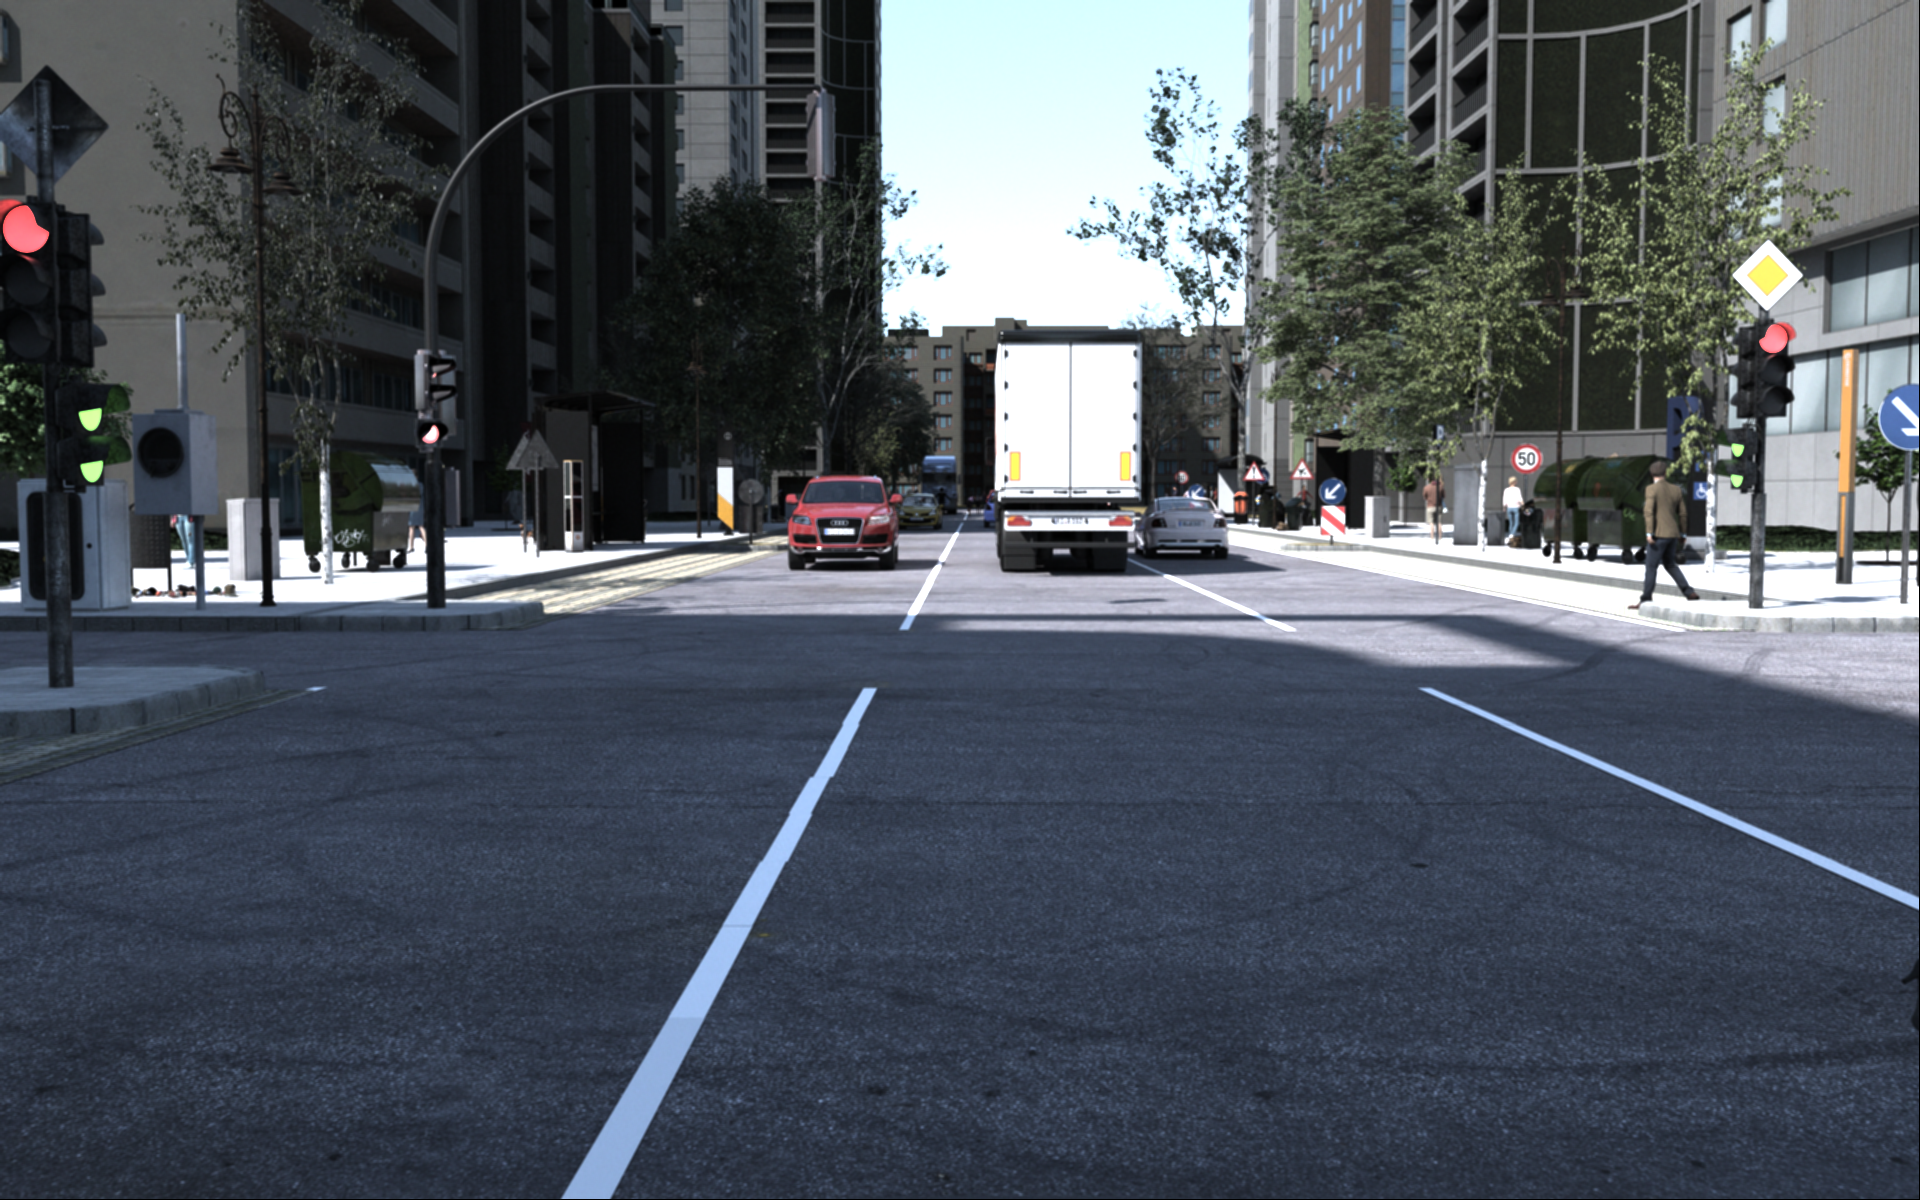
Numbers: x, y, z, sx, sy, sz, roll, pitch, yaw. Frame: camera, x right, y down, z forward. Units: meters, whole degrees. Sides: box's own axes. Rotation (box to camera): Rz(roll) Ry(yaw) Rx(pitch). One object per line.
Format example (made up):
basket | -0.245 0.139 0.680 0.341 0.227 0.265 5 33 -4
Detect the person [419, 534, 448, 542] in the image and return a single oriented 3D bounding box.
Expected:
person | -13.896 -2.436 45.783 0.836 1.842 0.656 -3 5 -43

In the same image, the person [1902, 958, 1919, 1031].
person | 2.755 0.239 4.472 0.818 1.842 0.514 -1 4 -11

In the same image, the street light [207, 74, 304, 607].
street light | -7.926 -2.867 19.661 0.468 5.910 1.993 0 4 1

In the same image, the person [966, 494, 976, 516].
person | 0.741 -6.318 115.036 0.697 1.427 0.421 0 4 6

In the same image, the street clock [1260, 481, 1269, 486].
street clock | 15.198 -5.015 86.562 0.471 2.002 0.358 -3 5 -41

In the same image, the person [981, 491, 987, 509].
person | 2.269 -9.451 163.935 0.541 1.710 0.530 2 4 33

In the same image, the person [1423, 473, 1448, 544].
person | 12.258 -2.360 44.607 0.573 1.828 0.580 3 5 41

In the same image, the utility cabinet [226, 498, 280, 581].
utility cabinet | -10.589 -0.906 25.967 0.306 1.237 1.020 0 4 7

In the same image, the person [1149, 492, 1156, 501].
person | 16.024 -8.412 144.124 0.434 1.755 0.990 3 5 43

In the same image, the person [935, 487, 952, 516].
person | -1.214 -6.518 114.708 1.348 1.869 0.705 0 4 -3

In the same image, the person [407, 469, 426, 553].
person | -11.743 -1.916 37.397 0.654 1.822 0.581 3 5 43

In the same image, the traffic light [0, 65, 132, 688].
traffic light | -5.966 -1.375 11.410 0.839 4.253 0.868 0 4 1

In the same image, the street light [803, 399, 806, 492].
street light | -7.276 -6.604 80.757 0.468 5.910 1.993 0 4 1

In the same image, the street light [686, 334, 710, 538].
street light | -7.587 -4.735 50.209 0.468 5.910 1.993 0 4 1

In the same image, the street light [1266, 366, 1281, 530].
street light | 11.393 -5.493 62.591 0.468 5.910 1.993 0 4 1

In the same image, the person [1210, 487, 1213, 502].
person | 18.400 -7.398 127.079 0.705 1.814 1.350 0 4 5

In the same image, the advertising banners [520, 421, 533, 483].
advertising banners | -10.164 -2.828 42.426 0.090 3.025 2.074 1 4 20

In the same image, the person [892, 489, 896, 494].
person | -3.558 -5.175 93.866 0.466 1.731 0.760 -2 4 -29

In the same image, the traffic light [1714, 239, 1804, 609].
traffic light | 8.880 -1.855 19.253 0.839 4.253 0.868 0 4 1

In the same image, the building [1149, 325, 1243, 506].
building | 35.334 -21.881 202.792 28.899 21.520 27.650 0 4 1

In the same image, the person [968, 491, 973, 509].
person | 1.036 -9.845 170.174 0.721 1.735 1.217 -1 4 -15

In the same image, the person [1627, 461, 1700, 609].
person | 8.684 -0.788 21.302 0.836 1.842 0.656 2 4 35

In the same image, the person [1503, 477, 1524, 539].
person | 14.675 -2.392 45.818 0.731 1.740 0.598 3 4 36

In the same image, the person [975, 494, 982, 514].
person | 1.335 -6.903 124.558 0.628 1.438 0.799 -3 5 -40

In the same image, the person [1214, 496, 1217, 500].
person | 16.002 -6.133 106.299 0.705 1.826 1.348 3 4 39

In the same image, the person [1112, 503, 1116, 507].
person | 9.523 -6.076 107.832 0.705 1.826 1.348 -3 5 -40

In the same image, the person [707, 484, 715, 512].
person | -13.245 -5.238 91.869 0.526 1.800 0.537 2 4 28

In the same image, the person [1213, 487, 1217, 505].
person | 20.529 -8.102 138.451 1.348 1.831 0.705 0 4 -4

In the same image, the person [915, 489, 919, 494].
person | -2.552 -5.785 104.017 0.756 1.711 0.436 -1 4 -14

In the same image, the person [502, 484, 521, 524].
person | -18.924 -4.108 73.332 0.853 1.813 0.709 1 4 20

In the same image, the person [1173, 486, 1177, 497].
person | 13.144 -6.085 105.986 0.568 1.767 0.683 -2 4 -24

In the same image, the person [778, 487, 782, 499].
person | -14.241 -8.130 138.834 0.709 1.838 0.599 1 4 9

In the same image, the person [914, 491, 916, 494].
person | -4.113 -9.346 162.011 0.721 1.736 1.217 -2 4 -26

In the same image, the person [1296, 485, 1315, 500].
person | 21.252 -6.174 106.923 1.348 1.831 0.705 -1 4 -18

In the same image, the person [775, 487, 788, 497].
person | -13.938 -7.956 136.138 1.348 1.822 0.705 -1 4 -20

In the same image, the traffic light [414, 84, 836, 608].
traffic light | -3.788 -2.736 19.408 4.771 5.953 1.251 0 4 1

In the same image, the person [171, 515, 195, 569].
person | -13.229 -1.395 29.685 0.563 1.720 0.643 1 4 14

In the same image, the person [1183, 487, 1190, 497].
person | 13.668 -5.870 102.954 0.756 1.711 0.436 0 4 2

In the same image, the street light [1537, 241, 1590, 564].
street light | 11.036 -3.611 31.836 0.468 5.910 1.993 0 4 1

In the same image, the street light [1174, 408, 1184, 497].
street light | 11.782 -7.380 93.447 0.468 5.910 1.993 0 4 1

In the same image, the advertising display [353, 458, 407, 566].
advertising display | -10.378 -1.574 30.956 0.974 1.923 0.123 -1 4 -15

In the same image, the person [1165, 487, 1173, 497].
person | 9.091 -4.107 76.236 0.643 1.750 0.593 1 4 18

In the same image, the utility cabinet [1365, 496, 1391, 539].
utility cabinet | 12.133 -2.394 50.310 0.306 1.237 1.020 3 5 41
